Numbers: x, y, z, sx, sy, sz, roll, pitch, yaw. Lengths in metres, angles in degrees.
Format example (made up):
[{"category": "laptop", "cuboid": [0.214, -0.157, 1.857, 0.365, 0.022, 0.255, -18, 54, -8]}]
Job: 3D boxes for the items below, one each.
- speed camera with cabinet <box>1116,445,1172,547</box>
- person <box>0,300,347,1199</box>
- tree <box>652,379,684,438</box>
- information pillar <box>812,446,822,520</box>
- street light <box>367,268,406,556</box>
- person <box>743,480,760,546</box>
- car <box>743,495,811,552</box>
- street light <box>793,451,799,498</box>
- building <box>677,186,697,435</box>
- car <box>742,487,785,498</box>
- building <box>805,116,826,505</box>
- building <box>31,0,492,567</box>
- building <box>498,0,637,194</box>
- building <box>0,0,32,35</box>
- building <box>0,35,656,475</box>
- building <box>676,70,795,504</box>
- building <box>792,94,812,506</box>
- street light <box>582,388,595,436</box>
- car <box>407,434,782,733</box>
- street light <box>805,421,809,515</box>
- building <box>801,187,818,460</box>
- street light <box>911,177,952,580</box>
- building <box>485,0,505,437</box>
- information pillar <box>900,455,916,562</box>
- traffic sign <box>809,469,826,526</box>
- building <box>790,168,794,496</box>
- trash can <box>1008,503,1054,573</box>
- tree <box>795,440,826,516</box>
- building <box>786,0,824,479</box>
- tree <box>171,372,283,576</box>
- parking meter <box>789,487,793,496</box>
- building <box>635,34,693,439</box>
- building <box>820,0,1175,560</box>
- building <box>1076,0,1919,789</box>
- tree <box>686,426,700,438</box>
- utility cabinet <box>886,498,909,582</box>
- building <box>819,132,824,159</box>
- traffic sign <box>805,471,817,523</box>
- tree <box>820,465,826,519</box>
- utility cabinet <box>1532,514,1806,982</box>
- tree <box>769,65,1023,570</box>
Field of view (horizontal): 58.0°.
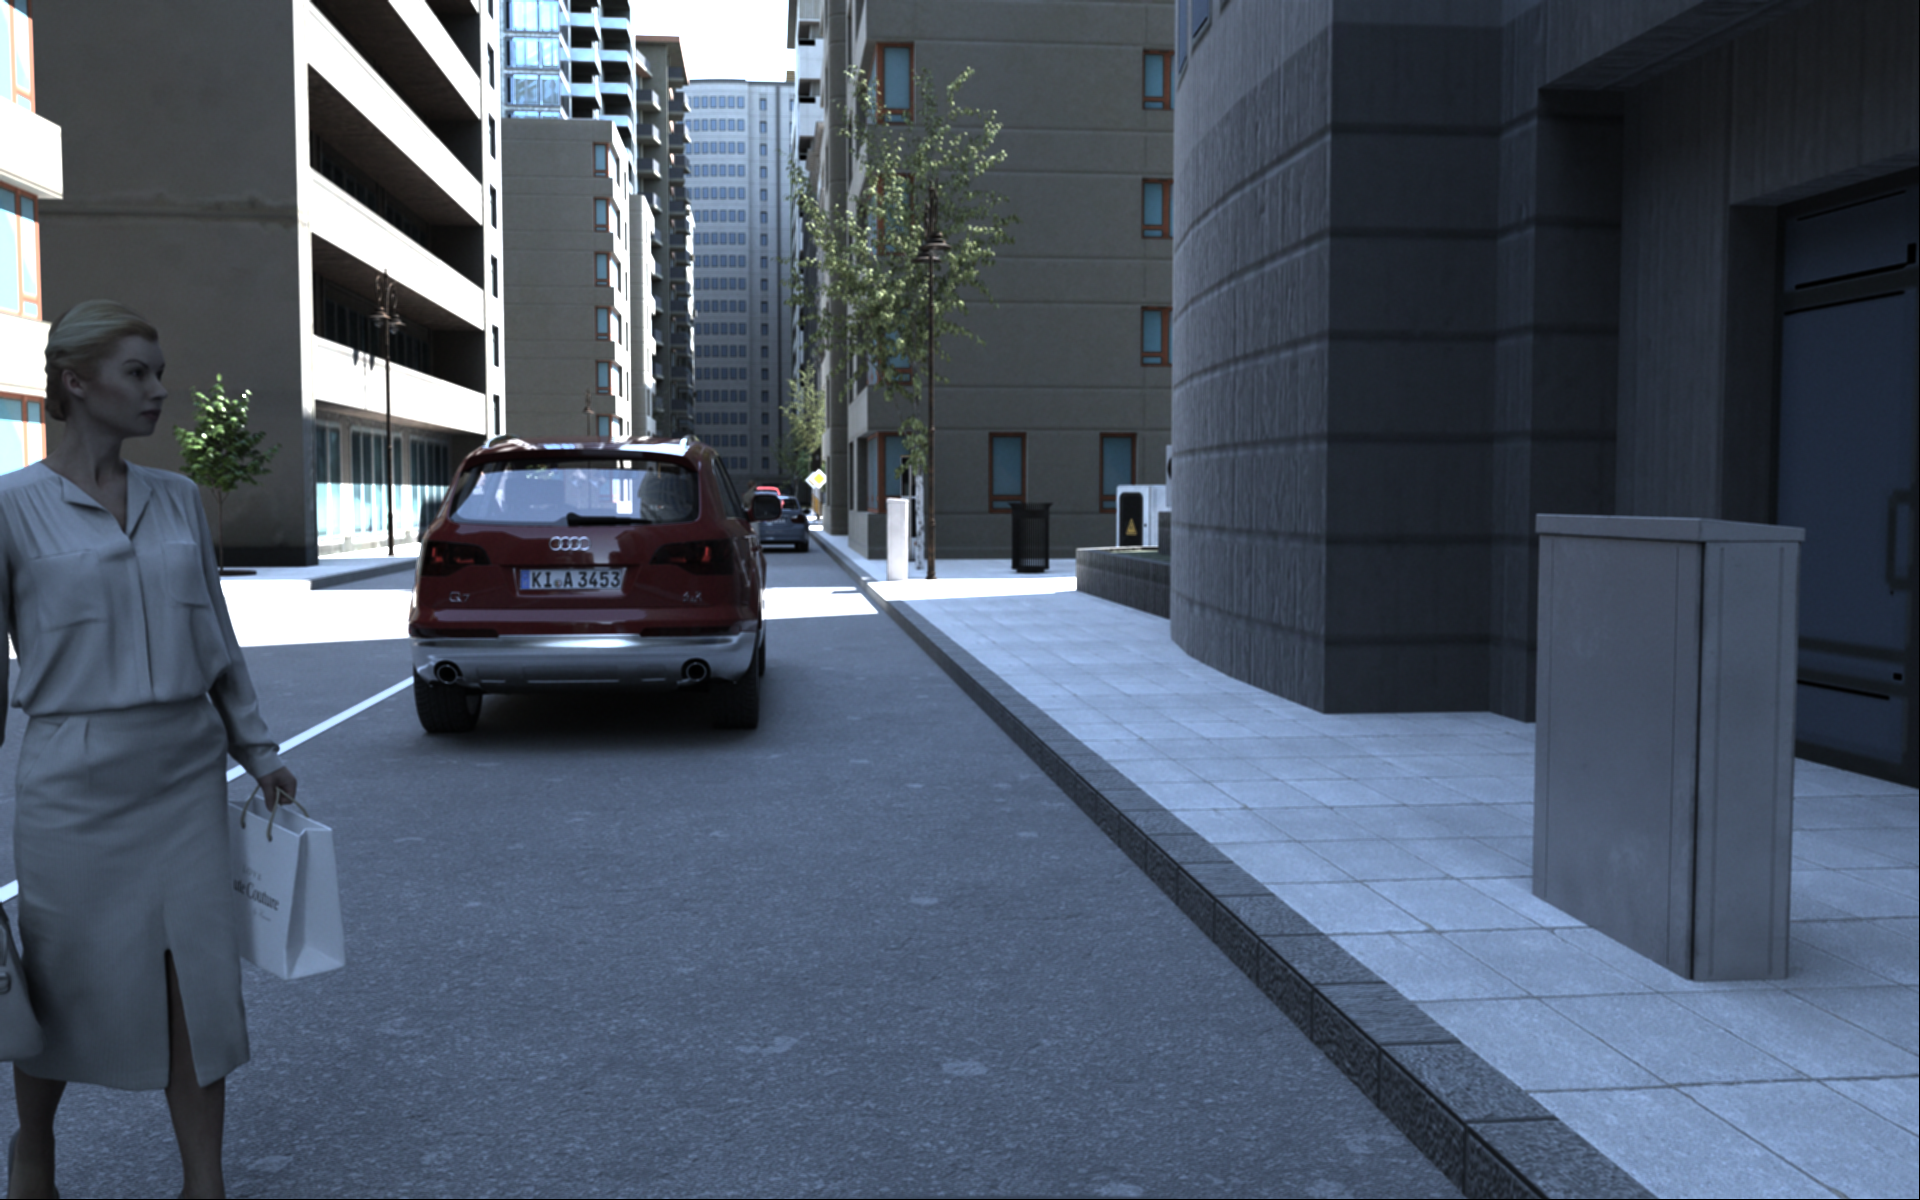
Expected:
[{"category": "speed camera with cabinet", "cuboid": [3.653, -2.247, 31.071, 0.660, 3.252, 2.038, -2, 4, -34]}, {"category": "person", "cuboid": [-1.562, 0.343, 3.240, 0.694, 1.780, 0.624, -3, 4, -38]}, {"category": "tree", "cuboid": [-20.325, -9.873, 111.780, 4.360, 8.622, 3.978, 0, 3, 0]}, {"category": "information pillar", "cuboid": [-7.006, -5.712, 84.746, 0.504, 3.616, 0.183, 2, 4, 29]}, {"category": "street light", "cuboid": [-11.753, -3.843, 35.614, 0.468, 5.910, 1.993, 0, 4, -6]}, {"category": "person", "cuboid": [-4.842, -1.934, 40.668, 0.362, 1.759, 0.519, -3, 5, -41]}, {"category": "car", "cuboid": [-4.777, -1.957, 44.004, 2.014, 1.417, 4.499, 0, 4, -8]}, {"category": "street light", "cuboid": [-14.230, -10.864, 150.411, 0.468, 5.910, 1.993, 0, 4, -6]}, {"category": "building", "cuboid": [-44.003, -31.583, 208.271, 23.993, 40.220, 32.217, 0, 4, -6]}, {"category": "car", "cuboid": [-10.258, -5.007, 90.538, 2.281, 1.827, 5.304, 0, 4, -8]}, {"category": "building", "cuboid": [-3.052, -20.122, 116.388, 14.401, 28.519, 23.554, 0, 4, -6]}, {"category": "building", "cuboid": [-23.255, -25.355, 38.264, 21.300, 48.544, 21.600, 0, 4, -6]}, {"category": "building", "cuboid": [-34.521, -49.927, 128.983, 22.319, 86.520, 31.000, 0, 4, -6]}, {"category": "building", "cuboid": [-23.487, -9.825, 5.674, 27.650, 21.520, 28.899, 0, 4, -6]}, {"category": "building", "cuboid": [-31.350, -15.178, 93.207, 27.650, 21.520, 28.899, 0, 4, -6]}, {"category": "building", "cuboid": [-31.468, -42.875, 243.007, 28.212, 58.520, 21.231, 0, 4, -6]}, {"category": "building", "cuboid": [-8.718, -35.404, 202.552, 21.300, 48.544, 21.600, 0, 4, -6]}, {"category": "street light", "cuboid": [-16.182, -6.286, 75.564, 0.468, 5.910, 1.993, 0, 4, -6]}, {"category": "car", "cuboid": [-2.383, -0.204, 12.016, 2.281, 1.827, 5.304, 0, 4, -6]}, {"category": "street light", "cuboid": [-9.489, -8.247, 107.623, 0.468, 5.910, 1.993, 0, 4, -6]}, {"category": "building", "cuboid": [-5.404, -21.194, 140.036, 14.314, 27.812, 24.014, 0, 4, -6]}, {"category": "street light", "cuboid": [-0.429, -3.234, 25.664, 0.468, 5.910, 1.993, 0, 4, -6]}, {"category": "building", "cuboid": [-23.605, -17.635, 60.028, 14.107, 30.474, 14.160, 0, 4, -6]}, {"category": "information pillar", "cuboid": [-0.924, -1.745, 33.028, 0.304, 2.012, 0.304, -3, 5, -39]}, {"category": "traffic sign", "cuboid": [-5.574, -3.967, 68.508, 0.795, 2.450, 0.064, 0, 4, -6]}, {"category": "building", "cuboid": [-14.442, -32.813, 220.090, 14.154, 41.232, 14.086, 0, 4, -6]}, {"category": "trash can", "cuboid": [1.148, -1.013, 28.213, 0.748, 1.137, 0.748, 0, 3, 0]}, {"category": "tree", "cuboid": [-7.961, -7.178, 101.067, 4.285, 4.588, 4.351, 0, 3, 0]}, {"category": "building", "cuboid": [-3.209, -36.023, 178.217, 28.713, 52.752, 27.495, 0, 4, -6]}, {"category": "tree", "cuboid": [-11.622, -2.012, 27.506, 1.663, 3.219, 1.824, 0, 3, 0]}, {"category": "parking meter", "cuboid": [-14.251, -8.595, 146.235, 0.255, 1.863, 0.399, -1, 4, -12]}, {"category": "building", "cuboid": [-36.686, -31.071, 162.633, 22.147, 44.769, 28.867, 0, 4, -6]}, {"category": "building", "cuboid": [10.354, -12.479, 49.070, 27.650, 21.520, 28.899, 0, 4, -6]}, {"category": "building", "cuboid": [12.328, -28.713, 11.449, 21.231, 58.520, 28.212, 0, 4, -6]}, {"category": "tree", "cuboid": [-29.398, -14.338, 184.791, 4.360, 8.622, 3.978, 0, 3, 0]}, {"category": "utility cabinet", "cuboid": [-0.921, -0.897, 25.834, 0.306, 1.237, 1.020, 0, 4, 0]}, {"category": "building", "cuboid": [4.094, -15.081, 82.728, 21.152, 22.565, 11.583, 0, 4, -6]}, {"category": "traffic sign", "cuboid": [-6.453, -4.453, 76.445, 0.795, 2.450, 0.064, 0, 4, -6]}, {"category": "tree", "cuboid": [-6.724, -5.833, 89.967, 1.663, 3.219, 1.824, 0, 3, 0]}, {"category": "utility cabinet", "cuboid": [2.022, 0.375, 5.037, 0.306, 1.237, 1.020, 0, 4, -5]}, {"category": "tree", "cuboid": [-0.908, -4.817, 29.112, 4.737, 8.622, 4.395, 0, 3, 0]}]
